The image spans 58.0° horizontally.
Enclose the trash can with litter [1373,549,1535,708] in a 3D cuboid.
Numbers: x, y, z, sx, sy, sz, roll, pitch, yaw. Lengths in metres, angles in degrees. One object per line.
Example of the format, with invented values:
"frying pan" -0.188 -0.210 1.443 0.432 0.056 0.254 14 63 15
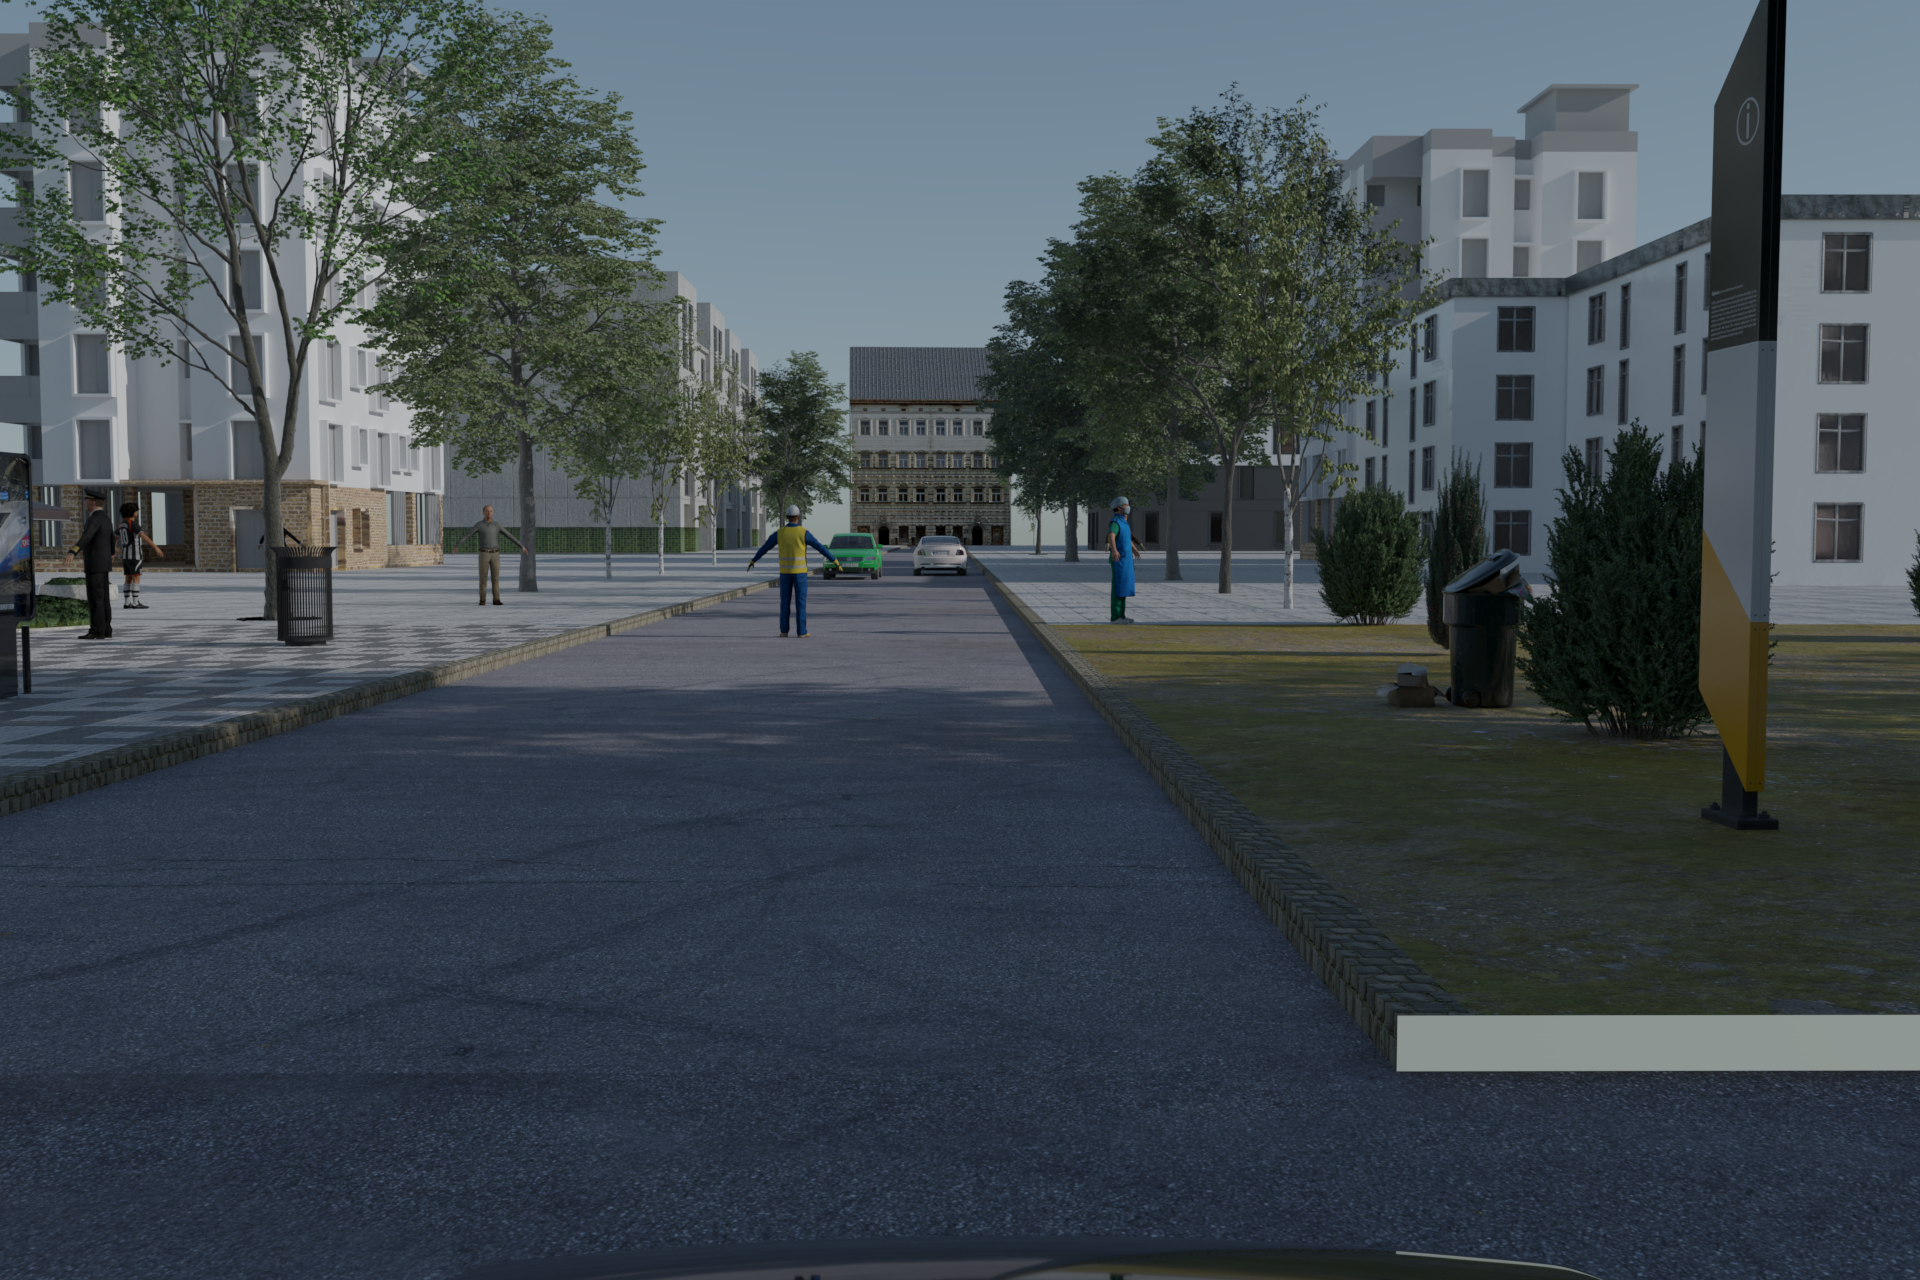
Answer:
"trash can with litter" 3.664 -0.090 12.856 1.055 1.170 0.624 0 4 -2

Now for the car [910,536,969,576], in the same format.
"car" -0.721 -2.971 60.934 2.083 1.381 4.827 0 4 -2

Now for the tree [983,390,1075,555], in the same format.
"tree" 4.929 -11.073 106.804 9.928 11.665 9.643 0 3 0

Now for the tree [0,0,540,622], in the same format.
"tree" -10.154 -6.107 25.607 9.928 11.665 9.643 0 3 0

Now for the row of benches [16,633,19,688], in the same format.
"row of benches" -9.753 0.046 14.712 4.104 0.672 1.422 1 4 18

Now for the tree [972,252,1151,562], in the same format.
"tree" 5.239 -10.611 80.149 9.857 13.997 8.962 0 3 0

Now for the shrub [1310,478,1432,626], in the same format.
"shrub" 5.821 -1.247 24.422 1.661 2.075 1.752 0 3 0

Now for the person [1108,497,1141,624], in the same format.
"person" 2.322 -1.141 24.785 0.704 1.817 1.347 1 4 20

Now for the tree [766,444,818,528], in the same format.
"tree" -19.795 -17.114 197.945 7.486 12.596 7.792 0 3 0

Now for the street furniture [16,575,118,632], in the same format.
"street furniture" -16.952 -0.508 23.939 10.072 0.657 5.734 -1 4 -10

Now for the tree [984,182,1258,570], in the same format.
"tree" 5.843 -9.493 61.871 9.857 13.997 8.962 0 3 0

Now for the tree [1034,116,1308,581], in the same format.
"tree" 5.915 -7.893 47.180 7.486 12.596 7.792 0 3 0

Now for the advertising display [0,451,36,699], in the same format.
"advertising display" -7.509 -0.505 13.474 0.123 1.923 0.974 0 4 0

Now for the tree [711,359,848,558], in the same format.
"tree" -9.857 -9.720 93.340 8.767 10.594 7.601 1 4 20

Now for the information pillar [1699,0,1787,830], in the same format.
"information pillar" 3.450 -0.997 7.648 0.183 3.616 0.504 0 4 -2

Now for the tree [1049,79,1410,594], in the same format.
"tree" 5.534 -6.258 36.725 8.767 10.594 7.601 2 4 26

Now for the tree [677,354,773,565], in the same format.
"tree" -10.061 -7.426 71.778 4.737 8.622 4.395 0 3 0

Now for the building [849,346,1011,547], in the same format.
"building" -3.798 -22.562 202.274 18.063 23.208 19.493 0 4 -3

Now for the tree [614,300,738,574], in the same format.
"tree" -9.419 -6.436 55.591 4.737 8.622 4.395 0 3 0

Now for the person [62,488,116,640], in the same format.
"person" -10.595 -0.934 21.207 0.705 1.837 1.347 0 4 -5

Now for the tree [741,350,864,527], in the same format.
"tree" -9.810 -11.539 106.792 7.486 12.596 7.792 0 3 0

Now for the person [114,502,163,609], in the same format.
"person" -14.166 -1.439 29.678 1.345 1.843 0.704 2 4 31

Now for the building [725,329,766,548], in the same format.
"building" -28.437 -18.267 165.118 16.747 18.905 31.486 0 4 -1

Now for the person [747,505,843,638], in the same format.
"person" -2.310 -0.954 24.031 1.349 1.833 0.705 0 4 6

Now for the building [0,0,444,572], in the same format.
"building" -26.511 -12.416 59.426 16.016 20.090 11.380 0 4 -1

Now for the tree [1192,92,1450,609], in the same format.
"tree" 5.751 -4.832 29.370 4.737 8.622 4.395 0 3 0

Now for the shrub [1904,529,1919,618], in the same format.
"shrub" 12.323 -1.011 20.945 1.690 2.028 1.600 0 3 0

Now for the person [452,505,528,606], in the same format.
"person" -8.465 -1.521 31.141 1.348 1.796 0.705 -2 4 -27

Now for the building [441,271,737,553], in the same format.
"building" -27.394 -16.268 132.445 16.747 18.905 31.486 0 4 0

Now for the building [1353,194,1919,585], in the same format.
"building" 20.600 -7.024 56.997 9.099 9.664 28.070 0 3 0

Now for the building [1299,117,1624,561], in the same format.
"building" 22.062 -13.988 85.116 16.016 20.090 11.380 0 4 -1

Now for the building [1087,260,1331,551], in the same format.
"building" 24.486 -18.432 145.345 27.936 21.610 32.646 0 3 0

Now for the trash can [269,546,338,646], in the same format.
"trash can" -7.548 -0.507 19.948 0.748 1.137 0.748 0 3 0

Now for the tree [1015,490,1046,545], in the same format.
"tree" 8.359 -15.327 200.957 4.737 8.622 4.395 0 3 0

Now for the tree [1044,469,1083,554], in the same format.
"tree" 6.023 -8.857 95.173 4.360 8.622 3.978 0 3 0

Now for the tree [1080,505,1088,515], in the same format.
"tree" 17.158 -16.170 198.793 7.601 10.594 8.767 0 4 2

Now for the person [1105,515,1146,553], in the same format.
"person" 3.452 -1.872 36.746 0.704 1.812 1.346 3 5 42

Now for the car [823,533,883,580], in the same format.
"car" -3.444 -2.875 55.805 1.959 1.807 4.718 0 4 -1

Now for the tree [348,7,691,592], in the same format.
"tree" -10.074 -7.362 38.493 7.486 12.596 7.792 0 3 0

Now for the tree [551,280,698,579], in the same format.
"tree" -10.145 -6.017 48.735 4.360 8.622 3.978 0 3 0

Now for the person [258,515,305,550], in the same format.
"person" -15.840 -2.060 40.406 1.216 1.740 0.721 1 4 11

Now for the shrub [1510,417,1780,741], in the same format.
"shrub" 4.328 -0.402 10.985 1.690 2.028 1.600 0 3 0
